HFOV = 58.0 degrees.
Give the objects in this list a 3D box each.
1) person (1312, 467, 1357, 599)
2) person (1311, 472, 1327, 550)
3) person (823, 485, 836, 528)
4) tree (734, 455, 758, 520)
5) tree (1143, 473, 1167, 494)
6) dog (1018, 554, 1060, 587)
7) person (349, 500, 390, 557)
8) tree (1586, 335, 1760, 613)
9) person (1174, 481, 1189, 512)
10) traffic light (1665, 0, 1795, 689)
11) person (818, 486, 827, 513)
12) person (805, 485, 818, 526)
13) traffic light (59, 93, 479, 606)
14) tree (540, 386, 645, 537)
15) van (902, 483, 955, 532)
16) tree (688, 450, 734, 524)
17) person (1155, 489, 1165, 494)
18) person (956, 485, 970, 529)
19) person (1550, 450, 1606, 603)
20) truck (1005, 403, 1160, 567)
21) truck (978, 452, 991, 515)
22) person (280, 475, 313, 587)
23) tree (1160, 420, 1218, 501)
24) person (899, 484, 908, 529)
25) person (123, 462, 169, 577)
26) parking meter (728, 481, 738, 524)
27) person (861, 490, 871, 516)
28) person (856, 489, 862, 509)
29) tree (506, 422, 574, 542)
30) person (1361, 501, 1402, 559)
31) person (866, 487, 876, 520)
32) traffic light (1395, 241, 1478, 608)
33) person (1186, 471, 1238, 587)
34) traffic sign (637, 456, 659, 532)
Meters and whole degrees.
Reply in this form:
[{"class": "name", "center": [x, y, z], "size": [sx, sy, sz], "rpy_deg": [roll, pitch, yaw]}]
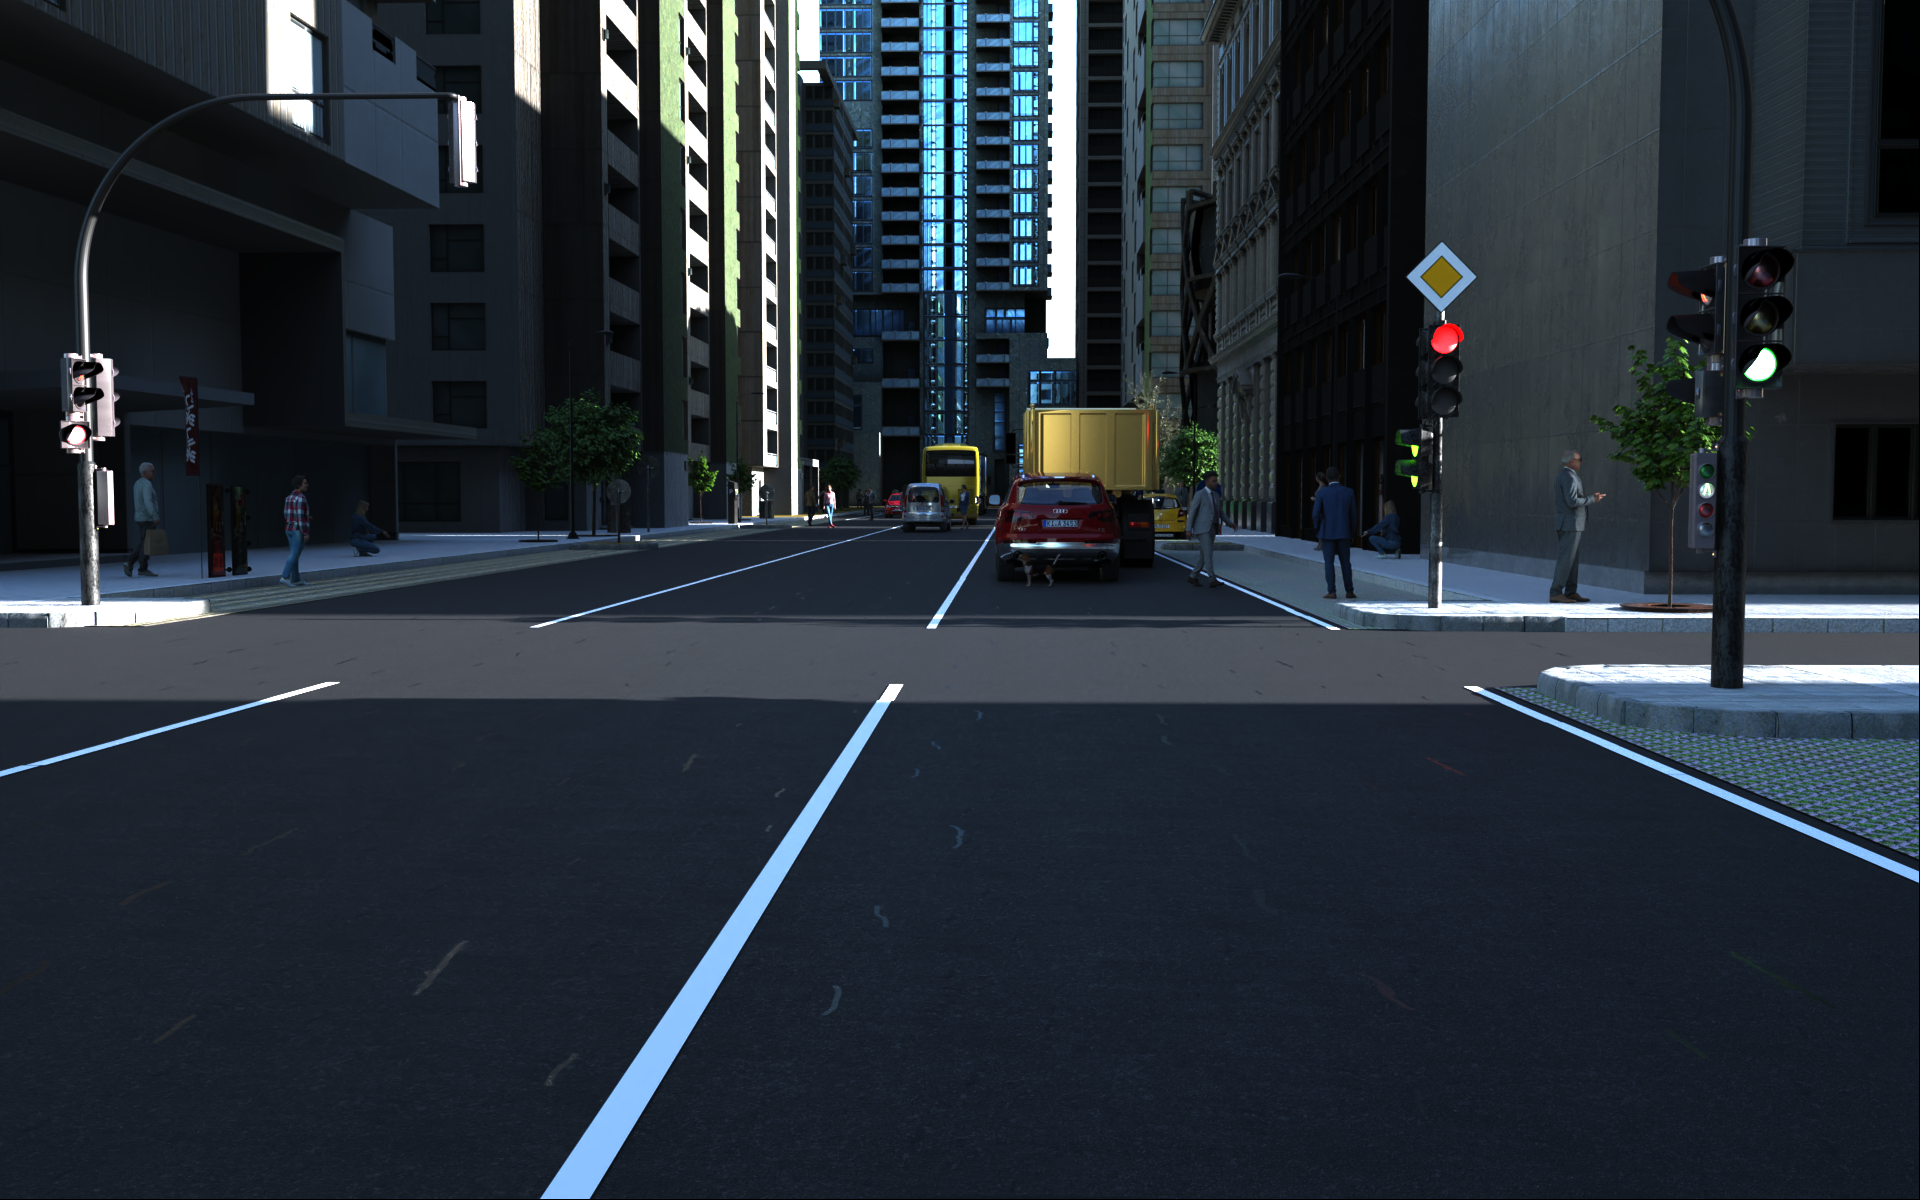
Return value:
[{"class": "person", "center": [5.132, -0.912, 23.592], "size": [0.721, 1.800, 0.419], "rpy_deg": [-1, 4, -9]}, {"class": "person", "center": [8.178, -2.020, 39.415], "size": [0.374, 1.781, 0.599], "rpy_deg": [1, 4, 21]}, {"class": "person", "center": [-5.522, -3.950, 73.089], "size": [0.555, 1.821, 0.388], "rpy_deg": [-2, 4, -28]}, {"class": "tree", "center": [-10.593, -5.501, 84.549], "size": [1.663, 3.219, 1.824], "rpy_deg": [0, 3, 0]}, {"class": "tree", "center": [9.674, -5.637, 86.765], "size": [1.663, 3.219, 1.824], "rpy_deg": [0, 3, 0]}, {"class": "dog", "center": [1.223, -0.456, 26.748], "size": [0.540, 0.507, 0.406], "rpy_deg": [-3, 5, -42]}, {"class": "person", "center": [-12.218, -1.475, 35.664], "size": [0.738, 1.151, 1.012], "rpy_deg": [-2, 4, -29]}, {"class": "tree", "center": [7.841, -1.488, 18.929], "size": [1.663, 3.219, 1.824], "rpy_deg": [0, 3, 0]}, {"class": "person", "center": [9.010, -3.954, 70.794], "size": [0.694, 1.812, 0.767], "rpy_deg": [0, 4, 8]}, {"class": "traffic light", "center": [2.975, -2.243, 11.341], "size": [4.771, 5.953, 1.251], "rpy_deg": [0, 4, 2]}, {"class": "person", "center": [-8.980, -6.697, 115.545], "size": [1.348, 1.823, 0.705], "rpy_deg": [-3, 5, -42]}, {"class": "person", "center": [-6.711, -4.260, 78.066], "size": [0.656, 1.842, 0.836], "rpy_deg": [0, 4, 6]}, {"class": "traffic light", "center": [-7.930, -2.763, 19.847], "size": [4.771, 5.953, 1.251], "rpy_deg": [0, 4, 2]}, {"class": "tree", "center": [-11.225, -4.217, 52.660], "size": [4.285, 4.588, 4.351], "rpy_deg": [0, 3, 0]}, {"class": "van", "center": [-1.248, -3.650, 66.697], "size": [2.013, 2.044, 4.112], "rpy_deg": [0, 4, 3]}, {"class": "tree", "center": [-11.261, -4.966, 75.789], "size": [1.663, 3.219, 1.824], "rpy_deg": [0, 3, 0]}, {"class": "person", "center": [10.184, -5.019, 88.291], "size": [0.721, 1.800, 0.419], "rpy_deg": [-2, 4, -32]}, {"class": "person", "center": [0.209, -3.857, 71.581], "size": [0.654, 1.822, 0.581], "rpy_deg": [-3, 5, -41]}, {"class": "person", "center": [7.265, -0.868, 20.411], "size": [0.590, 1.801, 0.661], "rpy_deg": [1, 4, 9]}, {"class": "truck", "center": [2.677, -2.552, 37.653], "size": [3.469, 3.379, 9.791], "rpy_deg": [0, 4, 2]}, {"class": "truck", "center": [0.579, -8.111, 121.531], "size": [2.839, 4.237, 11.283], "rpy_deg": [0, 4, 3]}, {"class": "person", "center": [-10.306, -1.070, 26.838], "size": [0.643, 1.720, 0.563], "rpy_deg": [-3, 5, -42]}, {"class": "tree", "center": [10.238, -5.603, 75.325], "size": [4.285, 4.588, 4.351], "rpy_deg": [0, 3, 0]}, {"class": "person", "center": [-2.184, -3.772, 70.174], "size": [0.555, 1.821, 0.388], "rpy_deg": [-1, 4, -13]}, {"class": "person", "center": [-12.535, -1.230, 26.638], "size": [0.515, 1.767, 0.782], "rpy_deg": [-3, 5, -42]}, {"class": "parking meter", "center": [-9.796, -4.222, 74.735], "size": [0.399, 1.863, 0.255], "rpy_deg": [2, 4, 26]}, {"class": "person", "center": [-6.100, -6.301, 112.330], "size": [0.445, 1.727, 0.742], "rpy_deg": [3, 4, 36]}, {"class": "person", "center": [-8.792, -8.836, 151.047], "size": [0.617, 1.759, 0.750], "rpy_deg": [-1, 4, -8]}, {"class": "tree", "center": [-11.186, -3.170, 46.424], "size": [1.663, 3.219, 1.824], "rpy_deg": [0, 3, 0]}, {"class": "person", "center": [8.374, -1.399, 34.421], "size": [1.012, 1.151, 0.738], "rpy_deg": [-3, 5, -41]}, {"class": "person", "center": [-4.855, -5.256, 94.610], "size": [0.473, 1.802, 0.592], "rpy_deg": [-1, 4, -23]}, {"class": "traffic light", "center": [5.330, -1.864, 19.395], "size": [0.839, 4.253, 0.868], "rpy_deg": [0, 4, 2]}, {"class": "person", "center": [3.813, -1.097, 26.708], "size": [0.678, 1.792, 0.850], "rpy_deg": [-3, 5, -42]}, {"class": "traffic sign", "center": [-10.483, -3.554, 58.217], "size": [0.768, 2.556, 0.104], "rpy_deg": [0, 4, 5]}]
